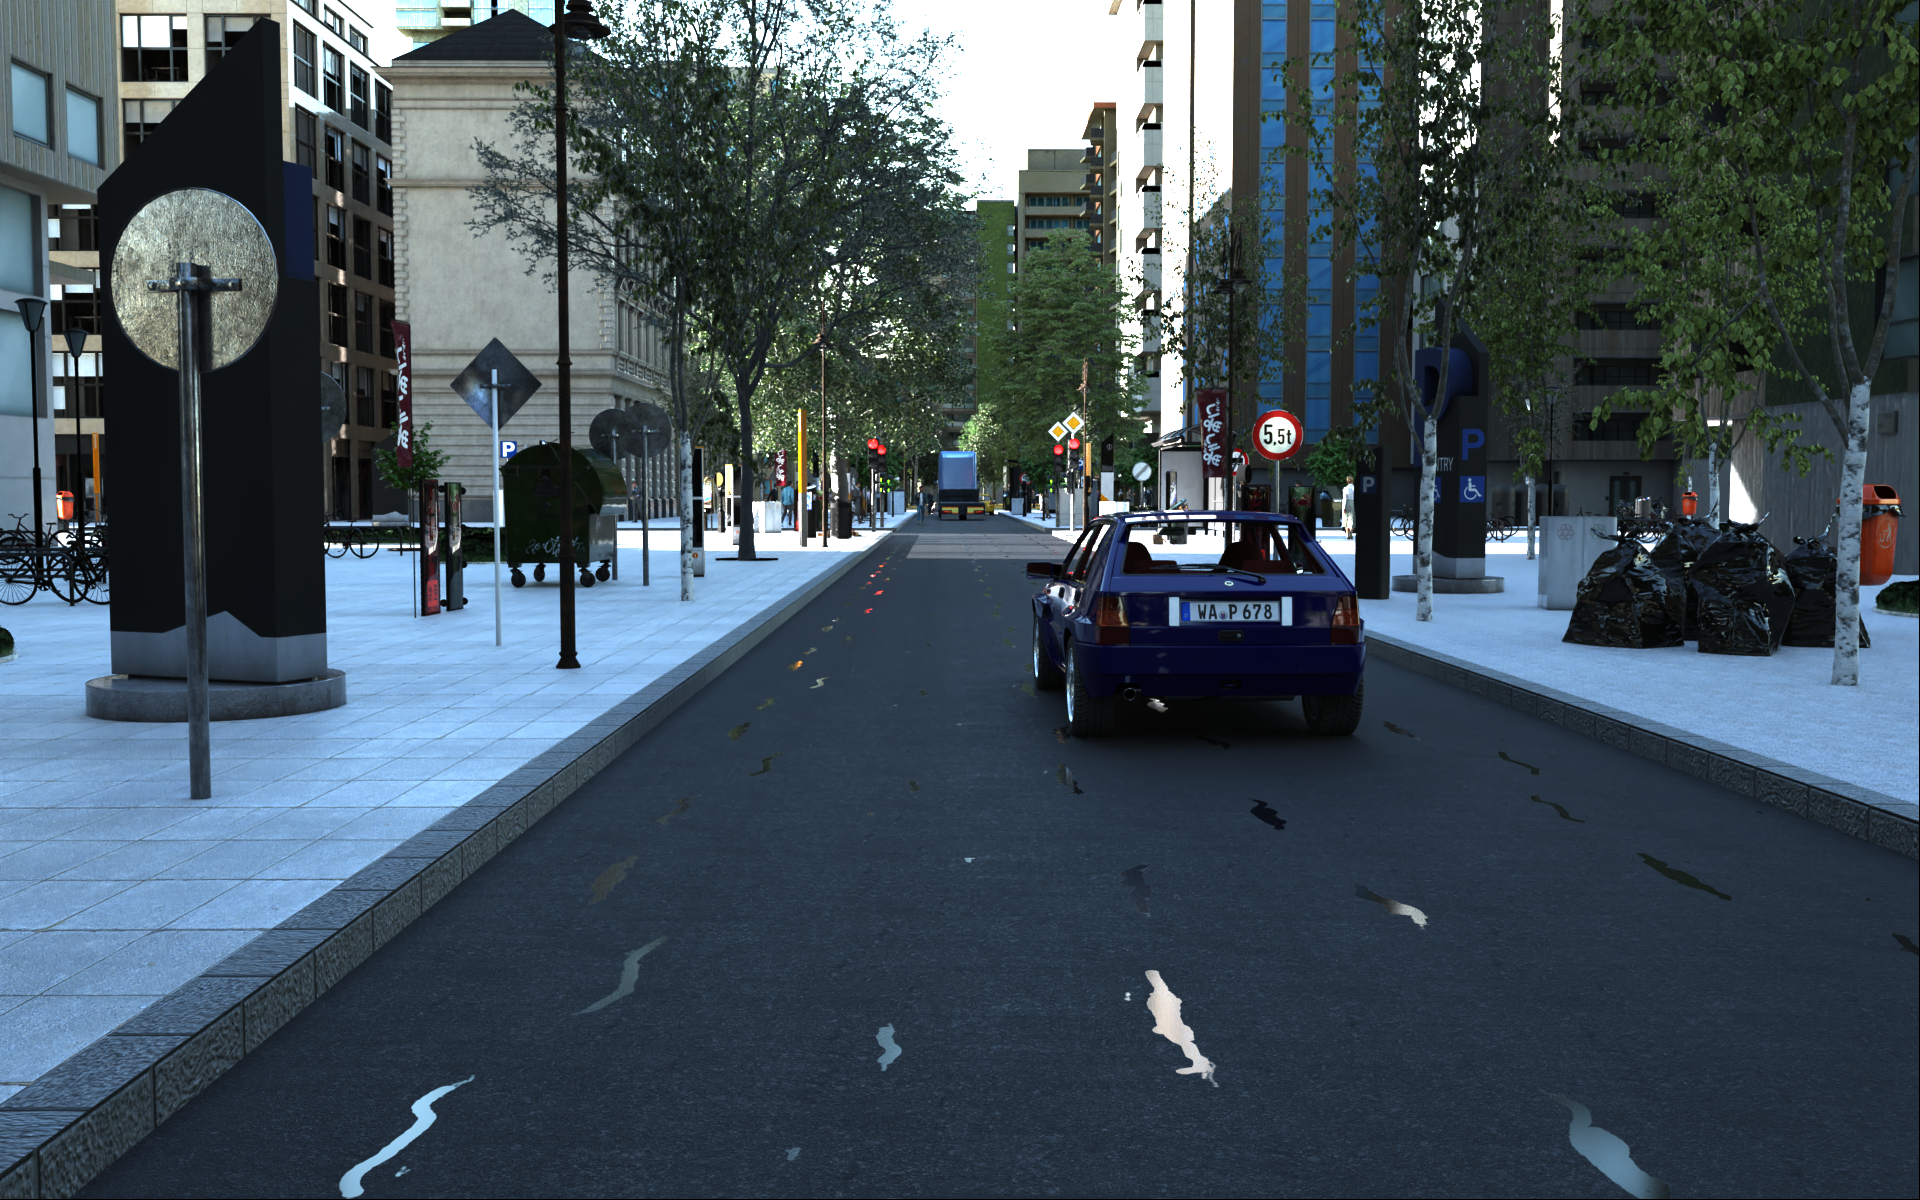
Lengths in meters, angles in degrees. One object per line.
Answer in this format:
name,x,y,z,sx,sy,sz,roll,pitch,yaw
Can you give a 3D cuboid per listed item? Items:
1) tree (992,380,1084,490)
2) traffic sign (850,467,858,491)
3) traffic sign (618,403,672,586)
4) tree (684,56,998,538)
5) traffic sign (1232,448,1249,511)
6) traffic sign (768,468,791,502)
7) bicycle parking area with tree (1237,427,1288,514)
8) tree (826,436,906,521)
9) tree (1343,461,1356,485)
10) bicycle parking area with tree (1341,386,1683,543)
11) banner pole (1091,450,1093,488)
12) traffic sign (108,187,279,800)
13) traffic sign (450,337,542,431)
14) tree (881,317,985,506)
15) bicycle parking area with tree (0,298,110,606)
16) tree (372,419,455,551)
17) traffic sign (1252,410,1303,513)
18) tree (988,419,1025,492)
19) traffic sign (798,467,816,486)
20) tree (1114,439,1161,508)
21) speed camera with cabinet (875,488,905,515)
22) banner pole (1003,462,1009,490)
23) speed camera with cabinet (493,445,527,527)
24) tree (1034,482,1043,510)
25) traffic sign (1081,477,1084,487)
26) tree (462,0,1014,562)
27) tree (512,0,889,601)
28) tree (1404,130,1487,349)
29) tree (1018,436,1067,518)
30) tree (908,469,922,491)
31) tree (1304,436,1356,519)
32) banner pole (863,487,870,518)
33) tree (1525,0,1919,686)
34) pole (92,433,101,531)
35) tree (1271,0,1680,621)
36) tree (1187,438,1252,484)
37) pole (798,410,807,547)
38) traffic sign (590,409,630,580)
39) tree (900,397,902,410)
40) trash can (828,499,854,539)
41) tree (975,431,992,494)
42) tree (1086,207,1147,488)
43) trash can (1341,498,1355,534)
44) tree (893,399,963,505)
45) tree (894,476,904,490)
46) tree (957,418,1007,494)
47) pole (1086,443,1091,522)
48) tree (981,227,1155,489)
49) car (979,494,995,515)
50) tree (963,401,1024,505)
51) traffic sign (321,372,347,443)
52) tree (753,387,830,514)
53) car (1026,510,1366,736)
tree,4.942,-9.423,104.431,4.360,8.622,3.978,0,3,0
traffic sign,-5.168,-4.977,81.479,0.768,2.556,0.104,0,4,7
traffic sign,-4.399,-1.473,24.186,0.768,2.556,0.104,0,4,2
tree,-3.586,-8.775,50.128,9.857,13.997,8.962,0,3,0
traffic sign,7.516,-2.895,47.440,0.768,2.556,0.104,0,4,5
traffic sign,-6.957,-4.083,66.759,0.884,2.594,0.081,0,4,5
bicycle parking area with tree,14.653,-5.338,74.277,8.231,4.147,9.016,1,4,11
tree,-4.472,-6.468,89.459,4.285,4.588,4.351,0,3,0
tree,19.357,-5.376,82.503,1.663,3.219,1.824,0,3,0
bicycle parking area with tree,16.205,-3.784,48.877,9.016,4.147,8.231,2,4,26
banner pole,6.156,-5.711,83.390,0.401,3.779,0.863,-2,4,-34
traffic sign,-3.205,-0.436,7.232,0.768,2.556,0.104,1,4,9
traffic sign,-3.924,-0.911,14.630,0.795,2.593,0.064,0,4,6
tree,-3.701,-19.873,180.817,12.611,20.169,13.585,0,3,0
bicycle parking area with tree,-13.285,-2.197,22.924,9.016,4.147,8.231,1,4,9
tree,-12.560,-2.733,39.294,1.663,3.219,1.824,0,3,0
traffic sign,4.790,-1.597,26.209,0.768,2.556,0.104,0,4,4
tree,4.418,-12.861,160.635,4.737,8.622,4.395,0,3,0
traffic sign,-7.183,-4.973,81.314,0.884,2.594,0.081,0,4,1
tree,10.628,-7.259,102.395,4.285,4.588,4.351,0,3,0
speed camera with cabinet,-4.530,-6.995,108.709,2.038,3.252,0.660,-1,4,-20
banner pole,3.593,-8.875,135.125,0.401,3.779,0.863,3,4,37
speed camera with cabinet,-17.571,-4.549,68.713,0.660,3.252,2.038,2,4,31
tree,6.731,-8.847,139.255,1.663,3.219,1.824,0,3,0
traffic sign,7.285,-6.063,101.266,0.606,2.300,0.079,1,4,8
tree,-4.076,-7.495,32.920,12.009,13.543,11.850,0,3,0
tree,-3.040,-4.296,20.604,4.360,8.622,3.978,0,3,0
tree,10.964,-5.098,33.715,4.737,8.622,4.395,0,3,0
tree,4.721,-6.668,92.738,4.285,4.588,4.351,0,3,0
tree,-5.444,-15.842,209.378,4.737,8.622,4.395,0,3,0
tree,19.478,-6.472,89.536,4.285,4.588,4.351,0,3,0
banner pole,-4.968,-6.352,93.871,0.401,3.779,0.863,-3,5,-41
tree,5.979,-3.748,11.638,4.737,8.622,4.395,0,3,0
pole,-28.857,-3.918,57.904,0.158,3.312,0.155,0,3,0
tree,4.873,-4.103,17.444,4.360,8.622,3.978,0,3,0
tree,12.109,-5.994,81.719,4.285,4.588,4.351,0,3,0
pole,-3.809,-2.943,41.965,0.158,3.312,0.155,0,3,0
traffic sign,-5.164,-1.574,25.835,0.768,2.556,0.104,0,4,7
tree,-4.709,-7.818,78.189,4.360,8.622,3.978,0,3,0
trash can,-3.397,-2.318,49.545,0.748,1.137,0.748,0,3,0
tree,3.089,-14.743,191.407,4.360,8.622,3.978,0,3,0
tree,5.296,-5.146,34.500,4.360,8.622,3.978,0,3,0
trash can,12.755,-2.733,56.336,0.748,1.137,0.748,0,3,0
tree,-5.312,-17.057,195.889,9.611,12.733,9.660,0,3,0
tree,-5.090,-8.225,129.078,1.663,3.219,1.824,0,3,0
tree,3.191,-17.902,218.458,9.928,11.665,9.643,0,3,0
pole,5.120,-4.609,69.194,0.158,3.312,0.155,0,3,0
tree,4.340,-9.568,74.569,7.486,12.596,7.792,0,3,0
car,1.429,-6.610,118.301,2.015,1.641,3.980,0,4,-2
tree,4.013,-17.775,207.629,9.611,12.733,9.660,0,3,0
traffic sign,-6.662,-1.079,17.747,0.768,2.556,0.104,0,4,2
tree,-11.775,-9.905,112.313,4.737,8.622,4.395,0,3,0
car,1.450,0.060,11.605,1.945,1.354,3.894,0,4,-2
